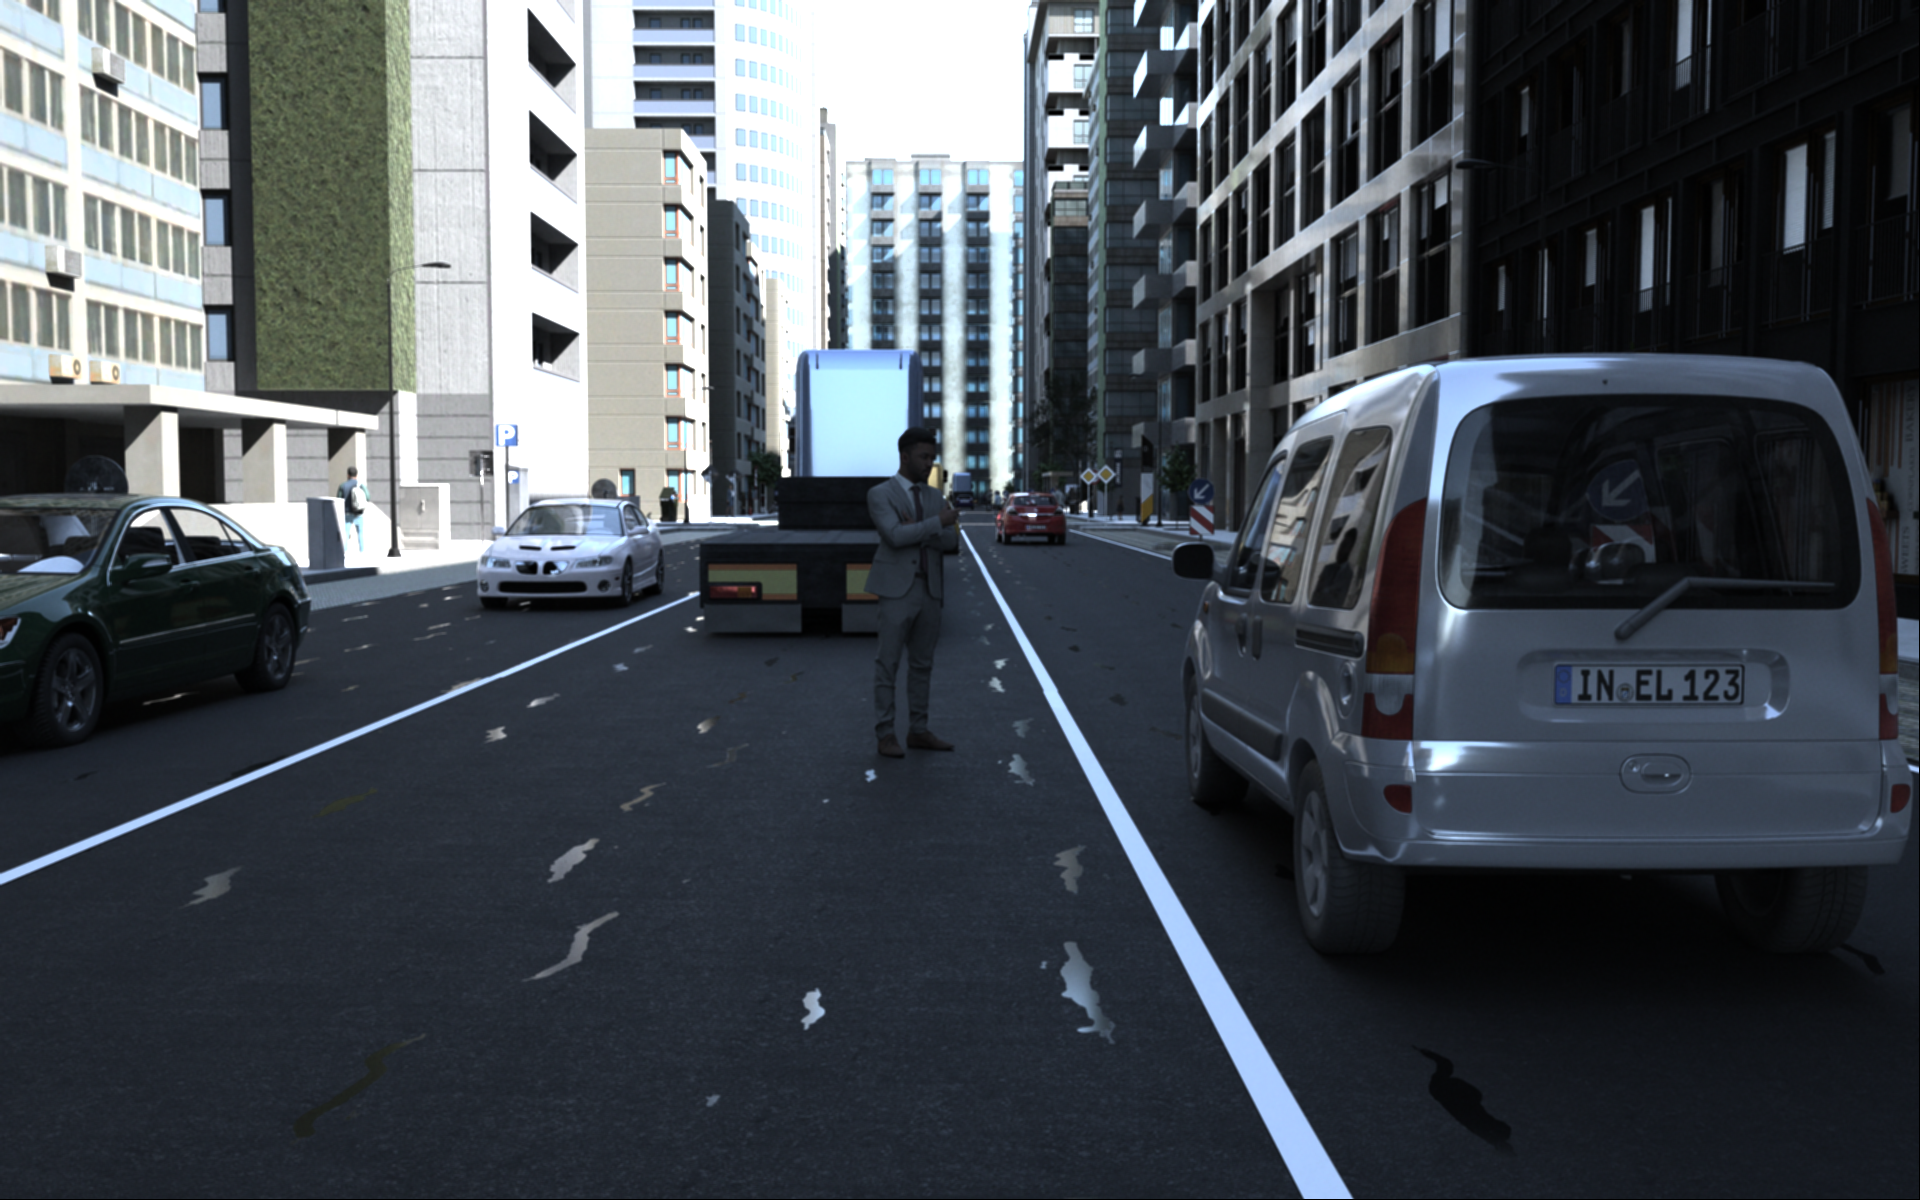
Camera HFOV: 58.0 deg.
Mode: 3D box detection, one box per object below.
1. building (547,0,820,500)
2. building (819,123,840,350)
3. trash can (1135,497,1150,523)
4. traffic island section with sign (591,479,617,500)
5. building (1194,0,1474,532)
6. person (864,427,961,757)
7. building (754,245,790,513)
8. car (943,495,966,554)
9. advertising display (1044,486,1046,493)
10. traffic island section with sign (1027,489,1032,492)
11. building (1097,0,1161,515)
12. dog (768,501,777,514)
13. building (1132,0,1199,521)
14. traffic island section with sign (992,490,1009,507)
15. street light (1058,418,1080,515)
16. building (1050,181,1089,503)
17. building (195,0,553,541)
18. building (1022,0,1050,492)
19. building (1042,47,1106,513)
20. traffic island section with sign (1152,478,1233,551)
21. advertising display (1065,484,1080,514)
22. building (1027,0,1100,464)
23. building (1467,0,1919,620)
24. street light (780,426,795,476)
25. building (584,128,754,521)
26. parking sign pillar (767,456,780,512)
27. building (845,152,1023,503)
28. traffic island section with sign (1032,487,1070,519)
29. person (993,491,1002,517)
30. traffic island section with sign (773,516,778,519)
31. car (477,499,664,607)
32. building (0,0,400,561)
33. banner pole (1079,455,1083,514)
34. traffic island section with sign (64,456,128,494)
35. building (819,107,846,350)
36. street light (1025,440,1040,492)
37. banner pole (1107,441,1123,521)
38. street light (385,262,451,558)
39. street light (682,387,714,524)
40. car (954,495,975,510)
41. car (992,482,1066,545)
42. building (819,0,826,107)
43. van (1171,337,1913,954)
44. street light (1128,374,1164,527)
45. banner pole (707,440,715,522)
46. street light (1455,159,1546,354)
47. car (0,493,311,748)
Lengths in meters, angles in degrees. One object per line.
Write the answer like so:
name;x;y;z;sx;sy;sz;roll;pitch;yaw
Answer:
building;-24.718;-38.001;163.322;21.231;58.520;28.212;0;4;-1
building;-20.240;-30.685;185.294;14.154;41.232;14.086;0;4;-1
trash can;8.116;-3.982;76.758;0.748;1.137;0.748;0;3;0
traffic island section with sign;-9.165;-2.190;44.429;1.989;1.847;2.006;0;4;-1
building;18.797;-14.953;48.992;19.350;26.468;34.151;0;4;-1
person;-0.236;-0.052;9.536;0.466;1.800;0.511;3;4;36
building;-28.192;-17.628;133.259;27.650;21.520;28.899;0;4;-1
car;-0.859;-1.993;42.806;2.015;1.641;3.980;0;3;0
advertising display;6.718;-8.041;136.691;0.123;1.923;0.974;0;4;4
traffic island section with sign;5.085;-7.305;128.062;1.989;1.847;2.006;0;4;-1
building;15.709;-26.113;110.547;14.154;41.232;14.086;0;4;-1
dog;-12.053;-5.899;110.820;0.513;0.831;0.800;-2;4;-28
building;23.911;-28.523;85.959;30.456;49.044;23.786;0;4;-1
traffic island section with sign;4.557;-10.310;177.200;1.989;1.847;2.006;0;4;-1
street light;6.702;-8.193;106.501;1.470;5.913;1.316;0;4;-1
building;15.333;-23.898;162.432;14.160;30.474;14.107;0;4;-1
building;-26.891;-31.312;53.949;28.212;58.520;21.231;0;4;-1
building;18.109;-40.867;210.172;21.231;58.520;28.212;0;4;-1
building;22.970;-27.264;137.645;32.217;40.220;23.993;0;4;-1
traffic island section with sign;5.970;-2.188;44.402;1.989;1.847;2.006;0;4;-1
advertising display;7.080;-6.352;109.074;0.974;1.923;0.123;1;4;9
building;22.004;-36.290;182.586;28.713;52.752;27.495;0;4;-1
building;15.686;-11.883;23.959;12.332;23.373;15.834;0;4;-1
street light;-11.701;-8.917;118.339;1.470;5.913;1.316;0;4;-1
building;-27.095;-15.376;96.439;27.650;21.520;28.899;0;4;-1
parking sign pillar;-12.878;-8.167;122.005;1.447;3.967;1.447;0;4;-4
building;-4.205;-38.273;245.366;30.456;49.044;23.786;0;4;-1
traffic island section with sign;5.375;-5.623;100.569;1.989;1.847;2.006;0;4;-1
person;2.358;-5.971;107.944;0.589;1.601;0.330;-2;4;-23
traffic island section with sign;-9.745;-5.608;100.311;1.989;1.847;2.006;0;4;-1
car;-5.163;-0.677;23.437;2.083;1.381;4.827;0;4;-1
building;-28.883;-20.770;31.473;32.217;40.220;23.993;0;4;-1
banner pole;7.742;-7.406;111.100;0.401;3.779;0.863;-1;4;-13
traffic island section with sign;-8.872;-0.530;17.298;1.989;1.847;2.006;0;4;-1
building;-25.272;-36.119;214.241;21.600;48.544;21.300;0;4;-1
street light;6.357;-10.861;150.111;1.470;5.913;1.316;0;4;-1
banner pole;7.358;-5.631;82.086;0.863;3.779;0.401;3;4;37
street light;-10.864;-3.804;34.740;1.470;5.913;1.316;0;4;-1
street light;-11.359;-6.276;75.151;1.470;5.913;1.316;0;4;-1
car;0.424;-8.952;158.946;1.945;1.354;3.894;0;4;0
car;2.031;-2.535;50.481;2.155;1.783;4.494;0;4;-3
building;-29.731;-49.274;243.879;20.611;71.187;20.563;0;4;-1
van;1.906;0.015;6.769;2.013;2.044;4.112;0;4;0
street light;7.196;-5.776;66.977;1.470;5.913;1.316;0;4;-1
banner pole;-11.567;-5.531;80.457;0.401;3.779;0.863;-1;4;-12
street light;7.574;-3.160;24.215;1.470;5.913;1.316;0;4;-1
car;-5.908;0.029;11.318;2.131;1.459;4.920;0;4;1
